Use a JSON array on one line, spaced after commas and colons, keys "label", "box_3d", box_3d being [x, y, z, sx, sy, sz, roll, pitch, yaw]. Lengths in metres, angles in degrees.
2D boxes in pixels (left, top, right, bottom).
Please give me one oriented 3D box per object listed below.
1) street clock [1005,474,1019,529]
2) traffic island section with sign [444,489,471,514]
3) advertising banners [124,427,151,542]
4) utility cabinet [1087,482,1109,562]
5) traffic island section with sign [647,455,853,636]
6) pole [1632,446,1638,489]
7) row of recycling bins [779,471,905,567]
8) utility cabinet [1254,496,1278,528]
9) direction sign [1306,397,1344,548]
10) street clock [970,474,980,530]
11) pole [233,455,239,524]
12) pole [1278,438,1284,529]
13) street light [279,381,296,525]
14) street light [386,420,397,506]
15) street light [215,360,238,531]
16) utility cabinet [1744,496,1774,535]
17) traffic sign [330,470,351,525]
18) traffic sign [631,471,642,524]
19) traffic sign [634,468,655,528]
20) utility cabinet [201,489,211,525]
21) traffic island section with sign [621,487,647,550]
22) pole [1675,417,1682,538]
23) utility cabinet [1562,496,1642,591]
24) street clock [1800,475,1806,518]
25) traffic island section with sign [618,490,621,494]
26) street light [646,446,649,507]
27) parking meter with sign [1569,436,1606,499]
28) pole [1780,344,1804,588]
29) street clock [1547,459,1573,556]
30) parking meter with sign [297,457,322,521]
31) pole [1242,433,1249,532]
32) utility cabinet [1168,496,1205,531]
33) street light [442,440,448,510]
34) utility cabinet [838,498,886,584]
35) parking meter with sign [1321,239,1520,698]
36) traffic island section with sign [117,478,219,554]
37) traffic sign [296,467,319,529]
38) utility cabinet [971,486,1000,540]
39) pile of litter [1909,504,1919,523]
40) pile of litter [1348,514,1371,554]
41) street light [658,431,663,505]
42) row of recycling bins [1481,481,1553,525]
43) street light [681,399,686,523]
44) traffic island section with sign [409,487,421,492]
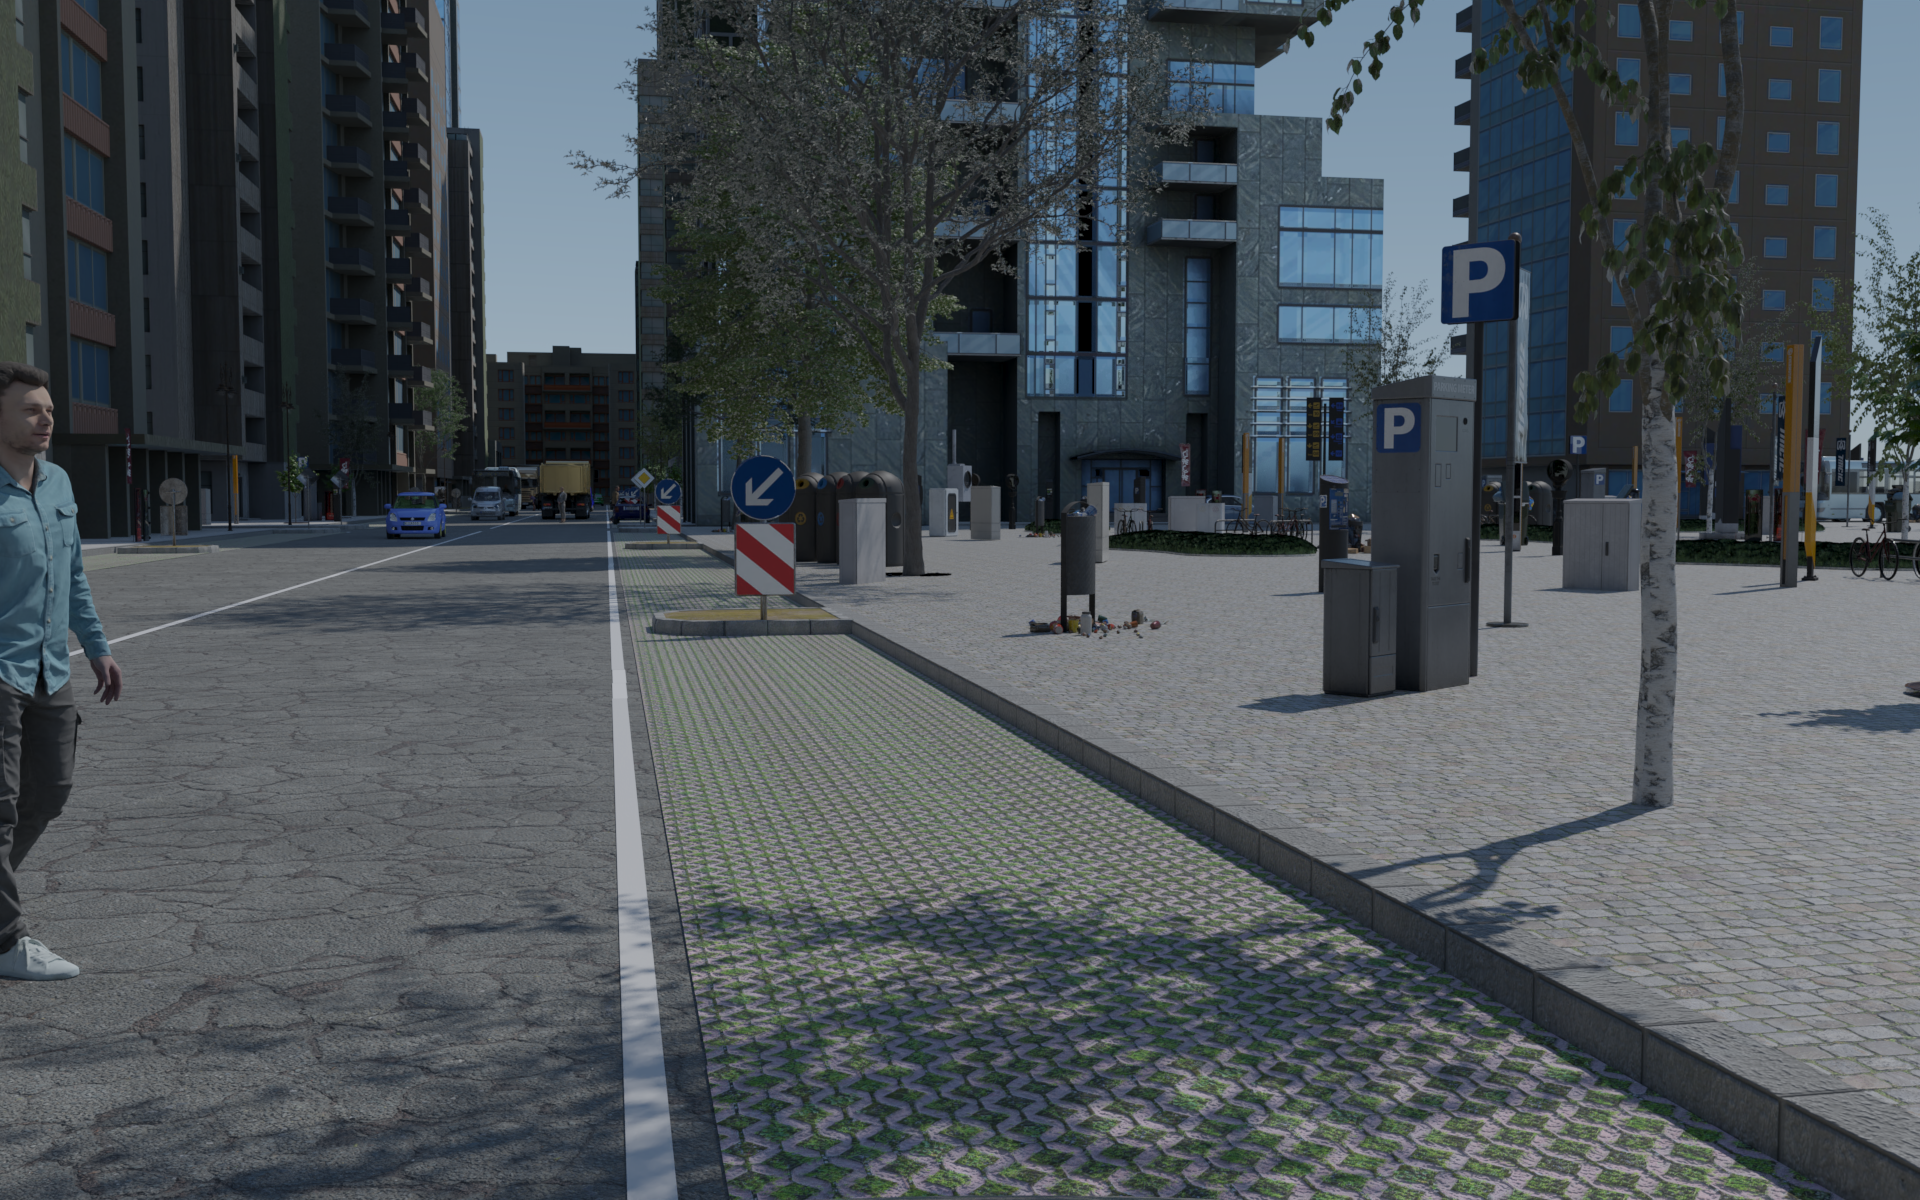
[{"label": "street clock", "box_3d": [1.899, -3.571, 62.963, 0.471, 2.002, 0.358, -3, 4, -38]}, {"label": "traffic island section with sign", "box_3d": [-35.815, -7.011, 123.262, 1.989, 1.847, 2.006, -1, 4, -12]}, {"label": "advertising banners", "box_3d": [-22.070, -3.075, 46.460, 0.090, 3.025, 2.074, -1, 4, -10]}, {"label": "utility cabinet", "box_3d": [2.587, -1.464, 32.611, 0.318, 1.500, 1.173, 1, 4, 11]}, {"label": "traffic island section with sign", "box_3d": [-2.246, -0.592, 18.313, 1.989, 1.847, 2.006, -1, 4, -12]}, {"label": "pole", "box_3d": [28.662, -4.879, 73.614, 0.158, 3.312, 0.155, 0, 3, 0]}, {"label": "row of recycling bins", "box_3d": [-2.090, -1.520, 31.961, 1.069, 1.692, 3.534, -2, 4, -31]}, {"label": "utility cabinet", "box_3d": [11.744, -3.385, 66.510, 0.306, 1.237, 1.020, -2, 4, -35]}, {"label": "direction sign", "box_3d": [8.545, -2.974, 40.621, 0.876, 3.537, 0.379, 0, 4, -1]}, {"label": "street clock", "box_3d": [0.460, -3.472, 61.339, 0.471, 2.002, 0.358, 1, 4, 14]}, {"label": "pole", "box_3d": [-31.030, -4.914, 74.183, 0.158, 3.312, 0.155, 0, 3, 0]}, {"label": "pole", "box_3d": [11.687, -4.234, 63.062, 0.158, 3.312, 0.155, 0, 3, 0]}, {"label": "street light", "box_3d": [-27.604, -6.018, 71.181, 0.468, 5.910, 1.993, -1, 4, -12]}, {"label": "street light", "box_3d": [-34.731, -8.139, 105.854, 0.468, 5.910, 1.993, -1, 4, -12]}, {"label": "street light", "box_3d": [-25.315, -5.328, 59.895, 0.468, 5.910, 1.993, -1, 4, -12]}, {"label": "utility cabinet", "box_3d": [25.508, -2.683, 55.030, 1.020, 1.237, 0.306, 3, 5, 44]}, {"label": "traffic sign", "box_3d": [-25.531, -4.146, 71.426, 0.795, 2.450, 0.064, -1, 4, -12]}, {"label": "traffic sign", "box_3d": [-13.627, -4.293, 73.829, 0.795, 2.450, 0.064, -1, 4, -12]}, {"label": "traffic sign", "box_3d": [-12.029, -3.814, 66.005, 0.795, 2.450, 0.064, -1, 4, -12]}, {"label": "utility cabinet", "box_3d": [-31.225, -3.799, 70.784, 1.173, 1.500, 0.318, 1, 4, 13]}, {"label": "traffic island section with sign", "box_3d": [-7.766, -2.245, 45.337, 1.989, 1.847, 2.006, -1, 4, -12]}, {"label": "pole", "box_3d": [19.042, -3.188, 45.974, 0.158, 3.312, 0.155, 0, 3, 0]}, {"label": "utility cabinet", "box_3d": [8.626, -0.743, 23.316, 0.306, 1.237, 1.020, -2, 4, -34]}, {"label": "street clock", "box_3d": [31.429, -3.655, 64.334, 0.471, 2.002, 0.358, -2, 4, -33]}, {"label": "traffic island section with sign", "box_3d": [-24.100, -7.135, 125.278, 1.989, 1.847, 2.006, -1, 4, -12]}, {"label": "street light", "box_3d": [-26.520, -10.662, 147.104, 0.468, 5.910, 1.993, -1, 4, -12]}, {"label": "parking meter with sign", "box_3d": [18.610, -3.345, 50.959, 0.543, 3.016, 1.738, -1, 4, -12]}, {"label": "pole", "box_3d": [11.407, -1.829, 23.749, 0.158, 3.312, 0.155, 0, 3, 0]}, {"label": "street clock", "box_3d": [12.506, -1.932, 36.165, 0.471, 2.002, 0.358, 3, 5, 44]}, {"label": "parking meter with sign", "box_3d": [-30.850, -5.259, 82.251, 0.543, 3.016, 1.738, 0, 4, 1]}, {"label": "pole", "box_3d": [9.540, -3.912, 57.808, 0.158, 3.312, 0.155, 0, 3, 0]}, {"label": "utility cabinet", "box_3d": [6.512, -2.363, 49.797, 1.020, 1.237, 0.306, 0, 4, -7]}, {"label": "street light", "box_3d": [-41.839, -10.265, 140.618, 0.468, 5.910, 1.993, -1, 4, -12]}, {"label": "utility cabinet", "box_3d": [-1.414, -0.850, 25.053, 0.306, 1.237, 1.020, 1, 4, 22]}, {"label": "parking meter with sign", "box_3d": [3.050, -0.933, 11.512, 0.543, 3.016, 1.738, 3, 5, 43]}, {"label": "traffic island section with sign", "box_3d": [-19.251, -2.057, 42.253, 1.989, 1.847, 2.006, -1, 4, -12]}, {"label": "traffic sign", "box_3d": [-23.932, -3.667, 63.602, 0.795, 2.450, 0.064, -1, 4, -12]}, {"label": "utility cabinet", "box_3d": [0.717, -2.419, 48.223, 0.318, 1.500, 1.173, -2, 4, -29]}, {"label": "pile of litter", "box_3d": [42.883, -3.869, 77.224, 1.719, 0.858, 1.176, 1, 4, 9]}, {"label": "pile of litter", "box_3d": [8.786, -1.455, 37.755, 1.719, 0.858, 1.176, -1, 4, -21]}, {"label": "street light", "box_3d": [-19.404, -8.541, 112.429, 0.468, 5.910, 1.993, -1, 4, -12]}, {"label": "row of recycling bins", "box_3d": [18.366, -3.060, 57.152, 1.069, 1.692, 3.534, -1, 4, -13]}, {"label": "street light", "box_3d": [-12.390, -6.415, 77.672, 0.468, 5.910, 1.993, -1, 4, -12]}, {"label": "traffic island section with sign", "box_3d": [-30.326, -5.369, 96.412, 1.989, 1.847, 2.006, -1, 4, -12]}]
